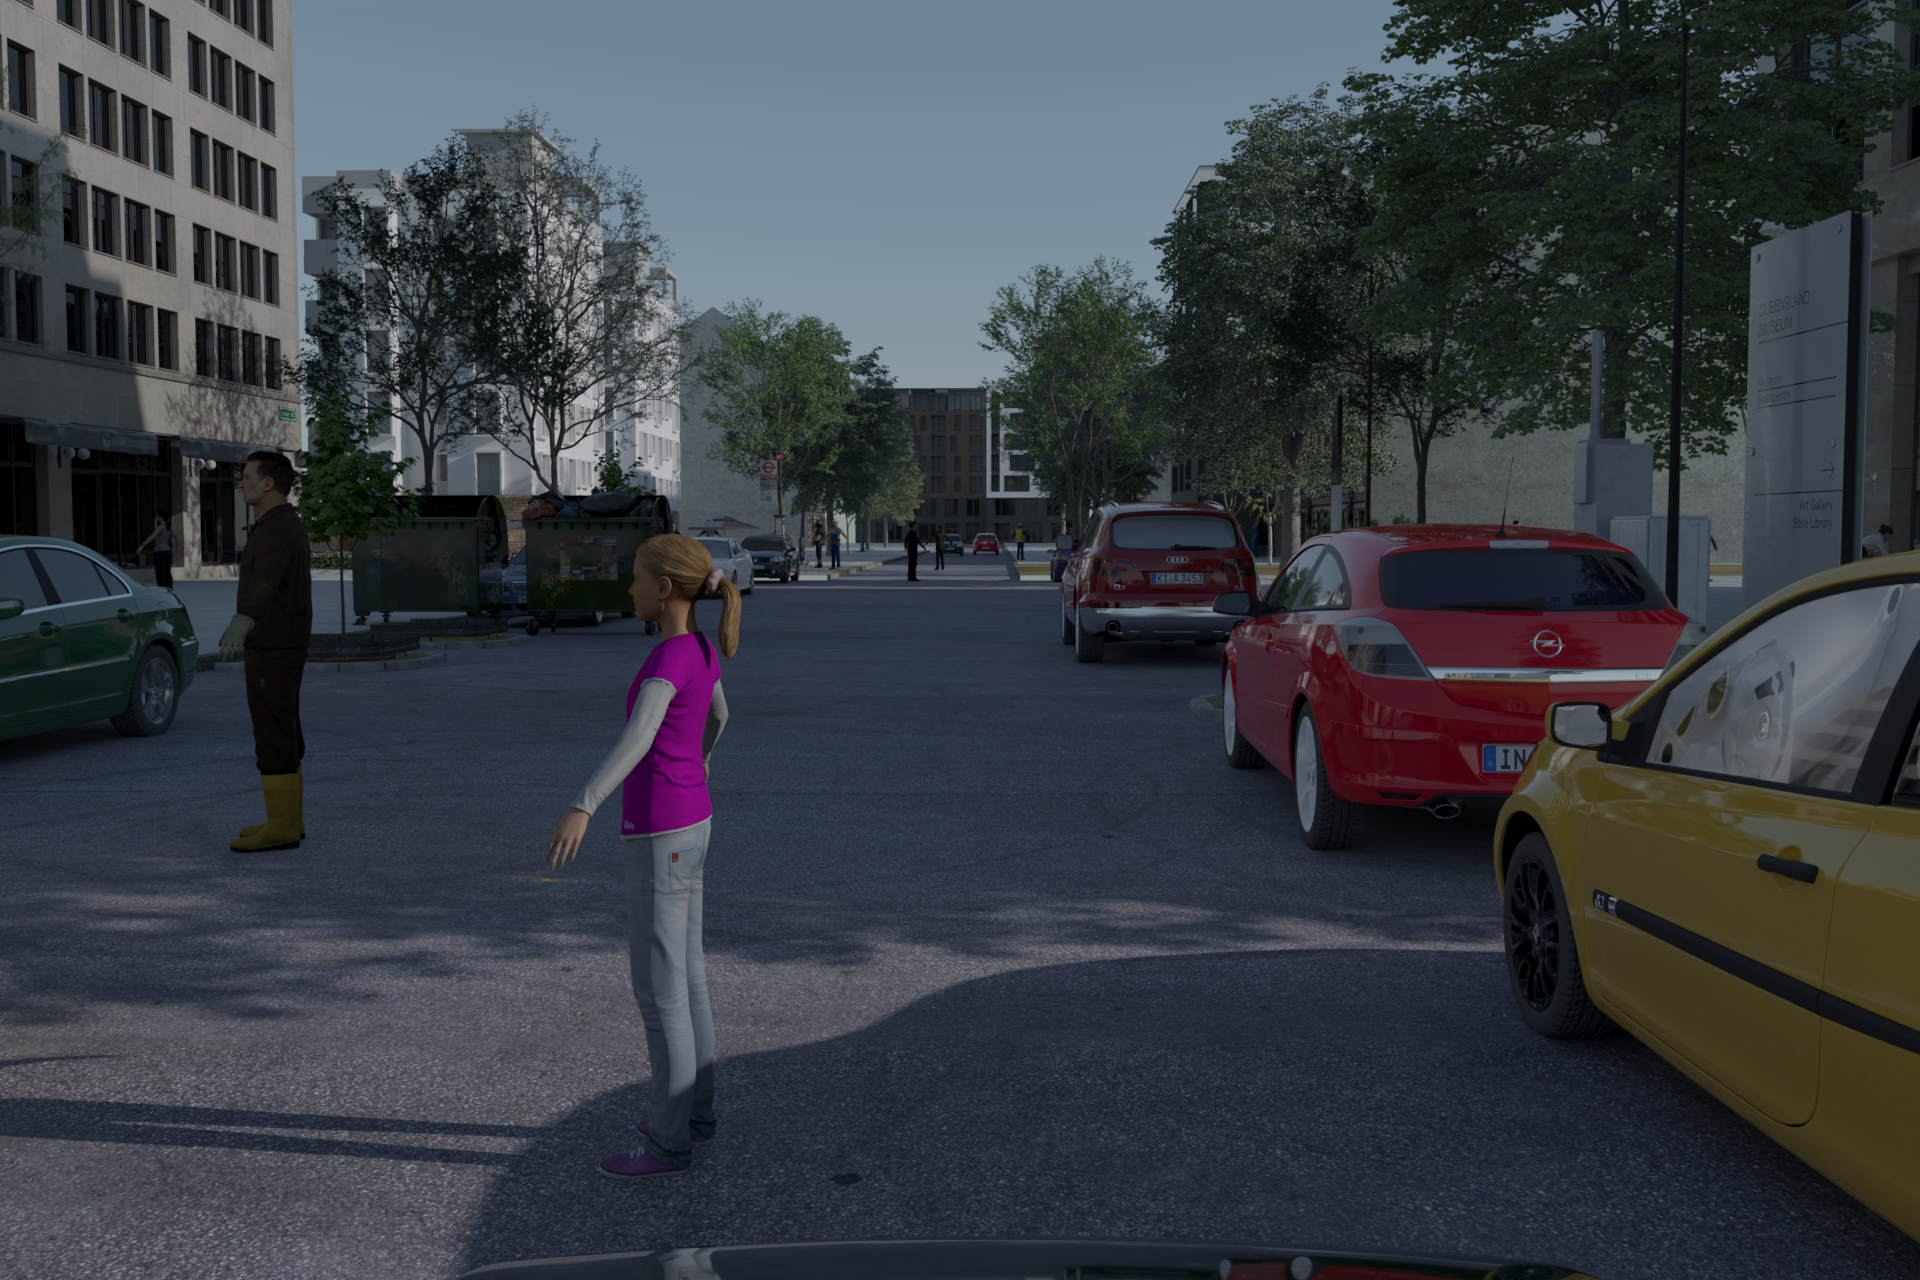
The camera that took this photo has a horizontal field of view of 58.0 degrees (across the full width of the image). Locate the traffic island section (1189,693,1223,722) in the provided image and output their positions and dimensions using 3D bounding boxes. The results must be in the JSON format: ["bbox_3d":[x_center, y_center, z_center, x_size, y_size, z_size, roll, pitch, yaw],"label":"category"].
[{"bbox_3d":[2.863,0.554,13.813,1.991,0.108,1.994,0,4,2],"label":"traffic island section"}]

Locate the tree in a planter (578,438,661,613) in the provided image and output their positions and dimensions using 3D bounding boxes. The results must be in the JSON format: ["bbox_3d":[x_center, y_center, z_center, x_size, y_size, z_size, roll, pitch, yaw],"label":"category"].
[{"bbox_3d":[-6.469,-2.155,32.451,1.991,3.239,1.994,0,4,1],"label":"tree in a planter"}]

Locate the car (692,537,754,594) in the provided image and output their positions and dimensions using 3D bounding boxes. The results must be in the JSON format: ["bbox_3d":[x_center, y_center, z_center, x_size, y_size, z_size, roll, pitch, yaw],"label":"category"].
[{"bbox_3d":[-5.880,-1.682,39.861,2.083,1.381,4.827,0,4,1],"label":"car"}]

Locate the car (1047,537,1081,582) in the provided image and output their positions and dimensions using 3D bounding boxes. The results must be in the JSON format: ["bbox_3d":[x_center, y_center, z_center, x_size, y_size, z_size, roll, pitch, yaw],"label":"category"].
[{"bbox_3d":[3.641,-2.448,52.600,1.945,1.354,3.894,0,4,1],"label":"car"}]

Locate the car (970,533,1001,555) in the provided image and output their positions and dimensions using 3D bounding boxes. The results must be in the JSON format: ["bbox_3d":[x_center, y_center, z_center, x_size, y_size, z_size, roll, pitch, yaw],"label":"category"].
[{"bbox_3d":[1.786,-6.756,119.501,2.155,1.783,4.494,0,4,0],"label":"car"}]

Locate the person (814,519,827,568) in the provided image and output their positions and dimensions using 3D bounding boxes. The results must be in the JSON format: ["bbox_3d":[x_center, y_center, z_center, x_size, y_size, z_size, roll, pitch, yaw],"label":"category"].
[{"bbox_3d":[-5.380,-3.664,65.683,0.705,1.856,1.354,0,4,0],"label":"person"}]

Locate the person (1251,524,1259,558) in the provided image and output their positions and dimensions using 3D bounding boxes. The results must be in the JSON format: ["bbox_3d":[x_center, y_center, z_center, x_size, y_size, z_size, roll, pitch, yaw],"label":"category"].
[{"bbox_3d":[15.846,-5.316,93.042,0.704,1.817,1.347,1,4,12],"label":"person"}]

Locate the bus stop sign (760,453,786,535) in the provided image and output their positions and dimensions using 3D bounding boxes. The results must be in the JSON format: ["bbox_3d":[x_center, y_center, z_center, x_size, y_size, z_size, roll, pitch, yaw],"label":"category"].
[{"bbox_3d":[-6.171,-4.190,57.210,0.855,3.939,0.416,0,4,3],"label":"bus stop sign"}]

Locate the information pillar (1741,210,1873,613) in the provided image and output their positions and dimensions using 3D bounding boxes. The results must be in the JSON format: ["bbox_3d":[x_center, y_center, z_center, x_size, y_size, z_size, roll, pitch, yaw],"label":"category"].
[{"bbox_3d":[6.542,-1.355,13.466,0.184,3.620,1.656,0,4,1],"label":"information pillar"}]

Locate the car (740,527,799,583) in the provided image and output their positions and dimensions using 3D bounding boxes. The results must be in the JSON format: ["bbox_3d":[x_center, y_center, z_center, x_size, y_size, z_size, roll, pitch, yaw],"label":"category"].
[{"bbox_3d":[-5.825,-2.563,51.697,2.009,1.686,4.222,0,4,1],"label":"car"}]

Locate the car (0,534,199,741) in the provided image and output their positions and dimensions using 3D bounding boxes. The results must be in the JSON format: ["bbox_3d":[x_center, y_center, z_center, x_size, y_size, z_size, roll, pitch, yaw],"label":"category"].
[{"bbox_3d":[-6.632,0.051,10.972,2.131,1.459,4.920,0,4,1],"label":"car"}]

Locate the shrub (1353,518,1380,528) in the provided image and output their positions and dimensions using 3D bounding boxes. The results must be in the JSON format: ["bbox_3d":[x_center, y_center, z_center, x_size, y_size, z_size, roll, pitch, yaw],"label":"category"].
[{"bbox_3d":[16.893,-4.080,71.133,1.690,2.028,1.600,0,3,0],"label":"shrub"}]

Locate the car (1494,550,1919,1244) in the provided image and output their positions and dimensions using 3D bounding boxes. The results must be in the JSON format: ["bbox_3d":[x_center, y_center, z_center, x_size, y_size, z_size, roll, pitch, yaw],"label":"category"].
[{"bbox_3d":[2.473,0.394,3.776,2.015,1.641,3.980,0,3,0],"label":"car"}]

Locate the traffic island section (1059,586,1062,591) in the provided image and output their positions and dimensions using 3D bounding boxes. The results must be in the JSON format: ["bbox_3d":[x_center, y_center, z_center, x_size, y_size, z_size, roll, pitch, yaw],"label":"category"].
[{"bbox_3d":[3.523,-1.303,44.177,1.991,0.108,1.994,0,4,1],"label":"traffic island section"}]

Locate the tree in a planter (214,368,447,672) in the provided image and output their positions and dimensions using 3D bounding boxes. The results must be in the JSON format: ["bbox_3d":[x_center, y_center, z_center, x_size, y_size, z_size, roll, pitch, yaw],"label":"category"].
[{"bbox_3d":[-6.751,-1.324,18.862,1.991,3.239,1.994,0,4,1],"label":"tree in a planter"}]

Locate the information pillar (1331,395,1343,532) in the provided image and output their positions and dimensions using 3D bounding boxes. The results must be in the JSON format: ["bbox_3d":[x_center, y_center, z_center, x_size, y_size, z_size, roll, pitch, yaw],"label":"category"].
[{"bbox_3d":[6.409,-2.332,29.486,0.183,3.616,0.504,0,4,1],"label":"information pillar"}]

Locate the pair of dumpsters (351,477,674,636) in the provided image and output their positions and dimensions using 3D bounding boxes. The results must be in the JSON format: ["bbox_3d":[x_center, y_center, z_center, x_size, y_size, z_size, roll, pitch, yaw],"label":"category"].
[{"bbox_3d":[-6.397,-1.215,24.818,4.436,2.255,1.574,0,4,2],"label":"pair of dumpsters"}]

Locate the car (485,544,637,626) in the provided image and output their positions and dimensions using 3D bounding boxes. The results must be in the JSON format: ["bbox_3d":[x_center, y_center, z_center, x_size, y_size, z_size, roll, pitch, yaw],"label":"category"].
[{"bbox_3d":[-6.442,-1.006,28.458,2.014,1.417,4.499,0,4,1],"label":"car"}]

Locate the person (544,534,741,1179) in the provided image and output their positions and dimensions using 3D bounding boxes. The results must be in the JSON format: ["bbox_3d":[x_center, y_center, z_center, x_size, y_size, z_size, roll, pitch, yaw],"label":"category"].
[{"bbox_3d":[-0.722,0.475,3.961,0.599,1.433,0.991,0,4,8],"label":"person"}]

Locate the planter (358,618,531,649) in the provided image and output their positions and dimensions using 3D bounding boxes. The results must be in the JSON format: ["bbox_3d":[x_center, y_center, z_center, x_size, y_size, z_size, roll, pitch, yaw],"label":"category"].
[{"bbox_3d":[-6.690,-0.083,22.498,1.991,0.319,1.994,0,4,1],"label":"planter"}]

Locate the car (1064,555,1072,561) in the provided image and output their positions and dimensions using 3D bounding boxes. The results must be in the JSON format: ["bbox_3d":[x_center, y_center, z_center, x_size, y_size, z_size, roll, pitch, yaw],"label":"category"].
[{"bbox_3d":[3.084,-1.469,34.247,2.015,1.641,3.980,0,4,1],"label":"car"}]

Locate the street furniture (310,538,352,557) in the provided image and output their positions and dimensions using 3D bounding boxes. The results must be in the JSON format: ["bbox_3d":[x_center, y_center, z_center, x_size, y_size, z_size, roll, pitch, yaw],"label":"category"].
[{"bbox_3d":[-24.636,-3.932,71.149,11.010,1.723,9.812,2,4,25],"label":"street furniture"}]

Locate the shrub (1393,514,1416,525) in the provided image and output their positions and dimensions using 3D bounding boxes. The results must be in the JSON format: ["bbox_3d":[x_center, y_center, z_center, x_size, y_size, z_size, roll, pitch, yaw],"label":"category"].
[{"bbox_3d":[16.404,-3.688,64.345,1.661,2.075,1.752,0,3,0],"label":"shrub"}]

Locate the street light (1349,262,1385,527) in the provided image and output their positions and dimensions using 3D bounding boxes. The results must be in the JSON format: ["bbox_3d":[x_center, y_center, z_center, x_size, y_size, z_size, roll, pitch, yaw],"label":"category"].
[{"bbox_3d":[7.037,-3.486,29.783,0.468,5.910,1.993,0,4,2],"label":"street light"}]

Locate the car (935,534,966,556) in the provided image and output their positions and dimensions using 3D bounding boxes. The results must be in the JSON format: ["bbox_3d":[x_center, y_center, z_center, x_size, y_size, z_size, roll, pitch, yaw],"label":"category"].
[{"bbox_3d":[-0.612,-6.323,113.170,2.009,1.686,4.222,0,4,1],"label":"car"}]

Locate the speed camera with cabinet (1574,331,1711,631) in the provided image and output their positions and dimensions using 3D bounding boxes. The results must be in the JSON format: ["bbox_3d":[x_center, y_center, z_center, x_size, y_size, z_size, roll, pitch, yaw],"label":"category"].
[{"bbox_3d":[6.384,-1.342,16.276,0.660,3.252,2.038,0,4,1],"label":"speed camera with cabinet"}]

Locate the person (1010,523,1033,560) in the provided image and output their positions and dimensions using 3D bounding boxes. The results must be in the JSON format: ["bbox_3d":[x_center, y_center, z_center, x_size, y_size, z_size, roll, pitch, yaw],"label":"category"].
[{"bbox_3d":[2.996,-4.852,85.302,1.349,1.833,0.705,3,4,36],"label":"person"}]

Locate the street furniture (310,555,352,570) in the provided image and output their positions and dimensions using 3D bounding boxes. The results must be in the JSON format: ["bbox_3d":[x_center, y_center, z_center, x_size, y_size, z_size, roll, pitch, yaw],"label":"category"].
[{"bbox_3d":[-23.756,-2.923,63.420,10.072,0.657,5.734,0,4,3],"label":"street furniture"}]

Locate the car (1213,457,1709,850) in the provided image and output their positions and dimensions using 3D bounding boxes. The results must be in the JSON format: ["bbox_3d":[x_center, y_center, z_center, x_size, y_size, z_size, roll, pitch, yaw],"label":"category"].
[{"bbox_3d":[2.495,-0.016,9.309,2.155,1.783,4.494,0,4,2],"label":"car"}]

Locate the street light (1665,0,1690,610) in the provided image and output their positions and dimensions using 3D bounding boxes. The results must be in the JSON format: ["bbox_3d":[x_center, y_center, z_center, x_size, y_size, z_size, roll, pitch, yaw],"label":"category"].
[{"bbox_3d":[6.519,-2.560,14.395,1.470,5.913,1.316,0,4,2],"label":"street light"}]

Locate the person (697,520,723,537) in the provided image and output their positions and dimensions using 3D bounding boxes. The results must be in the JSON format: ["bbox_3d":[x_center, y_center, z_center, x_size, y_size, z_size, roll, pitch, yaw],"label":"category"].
[{"bbox_3d":[-9.789,-3.770,67.782,1.345,1.843,0.704,-1,4,-12],"label":"person"}]

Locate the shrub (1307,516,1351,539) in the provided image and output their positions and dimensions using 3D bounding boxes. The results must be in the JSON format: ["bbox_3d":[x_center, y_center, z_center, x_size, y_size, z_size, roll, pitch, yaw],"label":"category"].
[{"bbox_3d":[13.812,-3.696,64.466,1.661,2.075,1.752,0,3,0],"label":"shrub"}]

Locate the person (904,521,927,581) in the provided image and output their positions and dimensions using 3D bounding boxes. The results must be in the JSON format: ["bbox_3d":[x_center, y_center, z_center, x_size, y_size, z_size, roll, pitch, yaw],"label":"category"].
[{"bbox_3d":[-1.410,-2.702,52.569,0.705,1.837,1.347,-2,4,-29],"label":"person"}]

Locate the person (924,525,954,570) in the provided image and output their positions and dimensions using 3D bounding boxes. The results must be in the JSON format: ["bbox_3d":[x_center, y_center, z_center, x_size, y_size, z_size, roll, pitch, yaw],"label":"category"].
[{"bbox_3d":[-0.813,-3.687,68.964,1.346,1.802,0.704,-2,4,-28],"label":"person"}]

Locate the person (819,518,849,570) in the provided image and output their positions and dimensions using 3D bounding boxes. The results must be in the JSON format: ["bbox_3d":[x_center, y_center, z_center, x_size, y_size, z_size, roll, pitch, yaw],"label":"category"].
[{"bbox_3d":[-4.499,-3.456,62.363,1.347,1.847,0.705,2,4,33],"label":"person"}]

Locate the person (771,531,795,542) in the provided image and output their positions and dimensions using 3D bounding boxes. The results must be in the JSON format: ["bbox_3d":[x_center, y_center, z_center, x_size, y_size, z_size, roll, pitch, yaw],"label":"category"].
[{"bbox_3d":[-6.906,-3.638,66.276,1.217,1.733,0.721,0,4,-6],"label":"person"}]

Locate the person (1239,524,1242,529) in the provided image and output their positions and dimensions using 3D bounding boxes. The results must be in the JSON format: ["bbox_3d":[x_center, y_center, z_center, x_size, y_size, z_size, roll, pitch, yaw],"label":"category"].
[{"bbox_3d":[13.874,-4.900,86.573,0.721,1.772,1.216,0,4,-7],"label":"person"}]

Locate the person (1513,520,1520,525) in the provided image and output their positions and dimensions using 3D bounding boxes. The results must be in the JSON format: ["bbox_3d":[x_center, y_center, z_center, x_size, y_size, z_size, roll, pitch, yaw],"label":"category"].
[{"bbox_3d":[18.625,-3.120,57.728,0.721,1.740,1.216,0,4,0],"label":"person"}]

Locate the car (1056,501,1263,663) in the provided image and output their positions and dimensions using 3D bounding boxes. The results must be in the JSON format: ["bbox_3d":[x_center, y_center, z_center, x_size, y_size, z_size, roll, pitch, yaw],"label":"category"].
[{"bbox_3d":[2.317,-0.742,20.802,2.281,1.827,5.304,0,4,1],"label":"car"}]

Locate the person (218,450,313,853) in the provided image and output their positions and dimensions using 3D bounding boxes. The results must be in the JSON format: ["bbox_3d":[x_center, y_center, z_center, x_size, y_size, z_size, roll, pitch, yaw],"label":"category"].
[{"bbox_3d":[-3.178,0.040,7.940,0.704,1.812,1.346,-1,4,-15],"label":"person"}]

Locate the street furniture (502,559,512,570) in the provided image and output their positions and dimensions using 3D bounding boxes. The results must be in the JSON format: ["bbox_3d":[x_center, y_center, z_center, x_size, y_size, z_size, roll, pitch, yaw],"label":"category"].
[{"bbox_3d":[-12.239,-2.522,56.853,5.734,0.657,10.072,2,4,25],"label":"street furniture"}]
